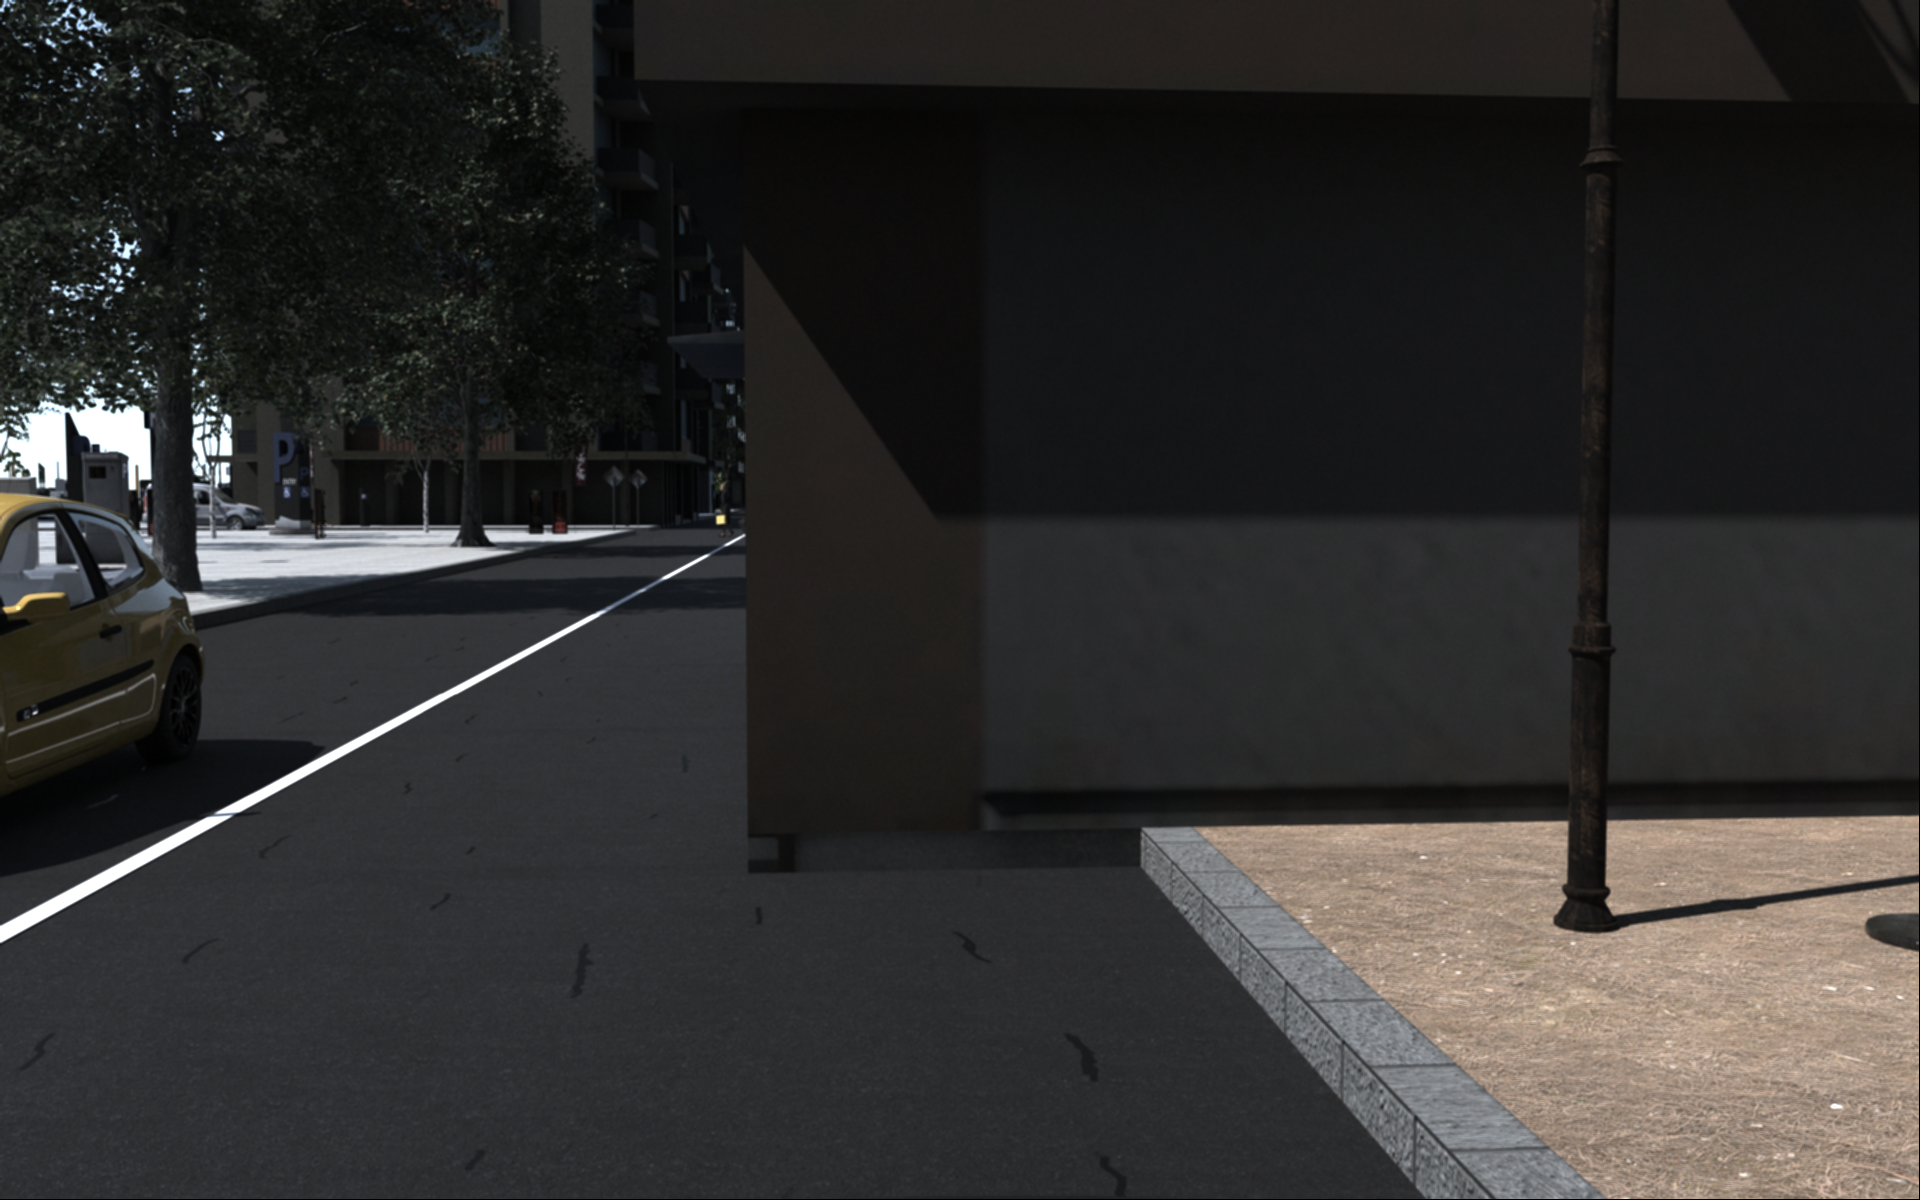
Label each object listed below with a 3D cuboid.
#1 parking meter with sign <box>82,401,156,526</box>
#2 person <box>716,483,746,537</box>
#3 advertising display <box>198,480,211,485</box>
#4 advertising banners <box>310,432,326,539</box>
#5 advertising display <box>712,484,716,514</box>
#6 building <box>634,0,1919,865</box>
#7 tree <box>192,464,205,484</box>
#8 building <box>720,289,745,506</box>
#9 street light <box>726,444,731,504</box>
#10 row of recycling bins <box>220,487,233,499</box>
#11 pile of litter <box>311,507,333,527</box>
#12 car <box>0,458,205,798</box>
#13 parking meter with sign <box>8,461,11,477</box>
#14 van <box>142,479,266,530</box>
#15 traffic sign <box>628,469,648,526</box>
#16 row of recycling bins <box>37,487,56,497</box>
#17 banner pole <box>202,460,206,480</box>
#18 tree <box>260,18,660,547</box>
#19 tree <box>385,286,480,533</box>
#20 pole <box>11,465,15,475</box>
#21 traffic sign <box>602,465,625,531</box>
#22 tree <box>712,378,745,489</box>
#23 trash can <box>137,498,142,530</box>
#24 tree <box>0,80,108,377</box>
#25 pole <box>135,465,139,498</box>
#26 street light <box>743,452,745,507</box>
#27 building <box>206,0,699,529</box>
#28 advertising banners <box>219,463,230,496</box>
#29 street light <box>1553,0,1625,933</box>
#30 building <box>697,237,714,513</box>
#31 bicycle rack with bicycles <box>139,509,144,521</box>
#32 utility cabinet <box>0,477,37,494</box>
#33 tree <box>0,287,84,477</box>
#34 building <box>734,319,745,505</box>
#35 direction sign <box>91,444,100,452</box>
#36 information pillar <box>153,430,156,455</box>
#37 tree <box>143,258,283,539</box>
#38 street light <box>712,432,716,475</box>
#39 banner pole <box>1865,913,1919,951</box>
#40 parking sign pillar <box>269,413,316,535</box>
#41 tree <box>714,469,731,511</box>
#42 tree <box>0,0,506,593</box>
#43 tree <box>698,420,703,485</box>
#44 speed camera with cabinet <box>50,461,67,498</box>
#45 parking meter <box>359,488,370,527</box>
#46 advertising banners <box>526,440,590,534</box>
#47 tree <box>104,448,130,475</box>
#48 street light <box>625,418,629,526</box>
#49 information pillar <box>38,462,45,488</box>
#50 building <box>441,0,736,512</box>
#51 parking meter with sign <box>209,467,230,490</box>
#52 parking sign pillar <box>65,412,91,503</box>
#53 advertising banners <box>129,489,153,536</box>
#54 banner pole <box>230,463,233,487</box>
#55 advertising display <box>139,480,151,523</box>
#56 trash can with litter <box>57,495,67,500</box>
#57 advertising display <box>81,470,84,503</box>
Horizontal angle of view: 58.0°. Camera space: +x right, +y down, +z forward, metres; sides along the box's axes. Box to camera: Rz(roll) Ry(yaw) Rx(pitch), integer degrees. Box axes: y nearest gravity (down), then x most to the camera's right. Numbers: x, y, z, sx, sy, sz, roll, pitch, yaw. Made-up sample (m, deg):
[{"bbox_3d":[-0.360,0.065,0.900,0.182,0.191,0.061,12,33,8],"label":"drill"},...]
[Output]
[{"bbox_3d":[-15.715,-2.178,31.870,1.738,3.016,0.543,0,4,-7],"label":"parking meter with sign"},{"bbox_3d":[-7.606,-3.039,58.409,1.509,1.804,0.699,-3,5,-39],"label":"person"},{"bbox_3d":[-35.628,-4.684,81.793,0.974,1.923,0.123,2,4,31],"label":"advertising display"},{"bbox_3d":[-18.285,-3.246,49.263,0.090,3.025,2.074,-1,4,-10],"label":"advertising banners"},{"bbox_3d":[-16.275,-6.681,114.451,0.123,1.923,0.974,0,4,0],"label":"advertising display"},{"bbox_3d":[5.195,-22.155,12.340,14.600,45.320,14.200,0,4,-5],"label":"building"},{"bbox_3d":[-41.762,-6.083,94.062,1.663,3.219,1.824,0,3,0],"label":"tree"},{"bbox_3d":[-34.650,-34.616,185.578,23.786,49.044,30.456,0,4,-5],"label":"building"},{"bbox_3d":[-19.368,-10.530,144.958,0.468,5.910,1.993,0,4,-5],"label":"street light"},{"bbox_3d":[-40.558,-5.512,97.226,1.069,1.692,3.534,0,4,2],"label":"row of recycling bins"},{"bbox_3d":[-25.213,-3.273,67.475,1.719,0.858,1.176,-3,5,-42],"label":"pile of litter"},{"bbox_3d":[-4.871,0.144,7.873,2.015,1.641,3.980,0,4,-6],"label":"car"},{"bbox_3d":[-50.292,-5.733,89.990,1.738,3.016,0.543,-1,4,-22],"label":"parking meter with sign"},{"bbox_3d":[-27.807,-3.474,63.813,4.112,2.044,2.013,0,4,-5],"label":"van"},{"bbox_3d":[-12.737,-3.968,68.514,0.795,2.450,0.064,0,4,-5],"label":"traffic sign"},{"bbox_3d":[-56.611,-6.129,107.323,1.069,1.692,3.534,0,4,1],"label":"row of recycling bins"},{"bbox_3d":[-56.153,-8.487,128.783,0.401,3.779,0.863,0,4,-4],"label":"banner pole"},{"bbox_3d":[-11.798,-7.637,41.875,9.611,12.733,9.660,0,3,0],"label":"tree"},{"bbox_3d":[-17.697,-6.551,57.471,4.360,8.622,3.978,0,3,0],"label":"tree"},{"bbox_3d":[-64.186,-7.561,117.465,0.158,3.312,0.155,0,3,0],"label":"pole"},{"bbox_3d":[-12.100,-3.481,60.554,0.795,2.450,0.064,0,4,-5],"label":"traffic sign"},{"bbox_3d":[-19.030,-12.568,139.904,8.767,10.594,7.601,0,4,2],"label":"tree"},{"bbox_3d":[-27.939,-2.852,58.282,0.748,1.137,0.748,0,3,0],"label":"trash can"},{"bbox_3d":[-23.534,-6.961,39.570,9.928,11.665,9.643,0,3,0],"label":"tree"},{"bbox_3d":[-57.113,-7.730,120.228,0.158,3.312,0.155,0,3,0],"label":"pole"},{"bbox_3d":[-21.458,-12.216,172.520,0.468,5.910,1.993,0,4,-5],"label":"street light"},{"bbox_3d":[-22.895,-26.153,82.228,22.147,44.769,28.867,0,4,-5],"label":"building"},{"bbox_3d":[-34.803,-5.240,81.865,0.090,3.025,2.074,-1,4,-10],"label":"advertising banners"},{"bbox_3d":[1.859,-1.968,4.969,0.468,5.910,1.993,0,4,-5],"label":"street light"},{"bbox_3d":[-23.883,-20.955,114.316,14.160,30.474,14.107,0,4,-5],"label":"building"},{"bbox_3d":[-38.114,-4.237,82.665,2.852,0.926,2.925,0,4,-6],"label":"bicycle rack with bicycles"},{"bbox_3d":[-12.311,-0.805,21.842,1.173,1.500,0.318,-1,4,-12],"label":"utility cabinet"},{"bbox_3d":[-27.374,-6.047,49.238,4.737,8.622,4.395,0,3,0],"label":"tree"},{"bbox_3d":[-34.117,-33.602,232.981,14.154,41.232,14.086,0,4,-5],"label":"building"},{"bbox_3d":[-39.289,-5.276,78.266,0.876,3.537,0.379,-1,4,-10],"label":"direction sign"},{"bbox_3d":[-19.773,-3.157,42.973,0.504,3.616,0.183,-3,4,-38],"label":"information pillar"},{"bbox_3d":[-21.673,-6.096,50.026,4.737,8.622,4.395,0,3,0],"label":"tree"},{"bbox_3d":[-17.661,-9.245,123.938,0.468,5.910,1.993,0,4,-5],"label":"street light"},{"bbox_3d":[2.922,-0.922,5.086,0.401,3.779,0.863,1,4,23],"label":"banner pole"},{"bbox_3d":[-21.023,-4.039,54.503,1.447,3.967,1.447,2,4,35],"label":"parking sign pillar"},{"bbox_3d":[-18.346,-8.463,132.978,1.663,3.219,1.824,0,3,0],"label":"tree"},{"bbox_3d":[-10.411,-7.083,22.463,9.857,13.997,8.962,0,3,0],"label":"tree"},{"bbox_3d":[-16.758,-9.207,100.891,4.737,8.622,4.395,0,3,0],"label":"tree"},{"bbox_3d":[-53.713,-6.663,103.270,0.660,3.252,2.038,-1,4,-15],"label":"speed camera with cabinet"},{"bbox_3d":[-23.542,-3.674,68.486,0.372,1.533,0.369,0,3,0],"label":"parking meter"},{"bbox_3d":[-12.932,-3.644,55.775,2.074,3.025,0.090,-2,4,-24],"label":"advertising banners"},{"bbox_3d":[-36.118,-4.803,73.122,1.663,3.219,1.824,0,3,0],"label":"tree"},{"bbox_3d":[-13.254,-5.873,68.809,0.468,5.910,1.993,0,4,-5],"label":"street light"},{"bbox_3d":[-67.500,-8.317,127.335,0.504,3.616,0.183,1,4,9],"label":"information pillar"},{"bbox_3d":[-31.839,-30.679,156.232,22.147,44.769,28.867,0,4,-5],"label":"building"},{"bbox_3d":[-48.296,-7.176,113.582,1.738,3.016,0.543,1,4,14],"label":"parking meter with sign"},{"bbox_3d":[-29.324,-4.232,57.666,1.447,3.967,1.447,-1,4,-11],"label":"parking sign pillar"},{"bbox_3d":[-24.600,-3.466,52.861,2.074,3.025,0.090,-1,4,-11],"label":"advertising banners"},{"bbox_3d":[-44.121,-7.072,105.641,0.863,3.779,0.401,-3,5,-40],"label":"banner pole"},{"bbox_3d":[-36.168,-4.422,77.518,0.974,1.923,0.123,-1,4,-23],"label":"advertising display"},{"bbox_3d":[-48.552,-5.108,94.578,2.233,1.210,1.678,-3,4,-37],"label":"trash can with litter"},{"bbox_3d":[-22.189,-2.417,44.738,0.974,1.923,0.123,0,4,8],"label":"advertising display"}]
